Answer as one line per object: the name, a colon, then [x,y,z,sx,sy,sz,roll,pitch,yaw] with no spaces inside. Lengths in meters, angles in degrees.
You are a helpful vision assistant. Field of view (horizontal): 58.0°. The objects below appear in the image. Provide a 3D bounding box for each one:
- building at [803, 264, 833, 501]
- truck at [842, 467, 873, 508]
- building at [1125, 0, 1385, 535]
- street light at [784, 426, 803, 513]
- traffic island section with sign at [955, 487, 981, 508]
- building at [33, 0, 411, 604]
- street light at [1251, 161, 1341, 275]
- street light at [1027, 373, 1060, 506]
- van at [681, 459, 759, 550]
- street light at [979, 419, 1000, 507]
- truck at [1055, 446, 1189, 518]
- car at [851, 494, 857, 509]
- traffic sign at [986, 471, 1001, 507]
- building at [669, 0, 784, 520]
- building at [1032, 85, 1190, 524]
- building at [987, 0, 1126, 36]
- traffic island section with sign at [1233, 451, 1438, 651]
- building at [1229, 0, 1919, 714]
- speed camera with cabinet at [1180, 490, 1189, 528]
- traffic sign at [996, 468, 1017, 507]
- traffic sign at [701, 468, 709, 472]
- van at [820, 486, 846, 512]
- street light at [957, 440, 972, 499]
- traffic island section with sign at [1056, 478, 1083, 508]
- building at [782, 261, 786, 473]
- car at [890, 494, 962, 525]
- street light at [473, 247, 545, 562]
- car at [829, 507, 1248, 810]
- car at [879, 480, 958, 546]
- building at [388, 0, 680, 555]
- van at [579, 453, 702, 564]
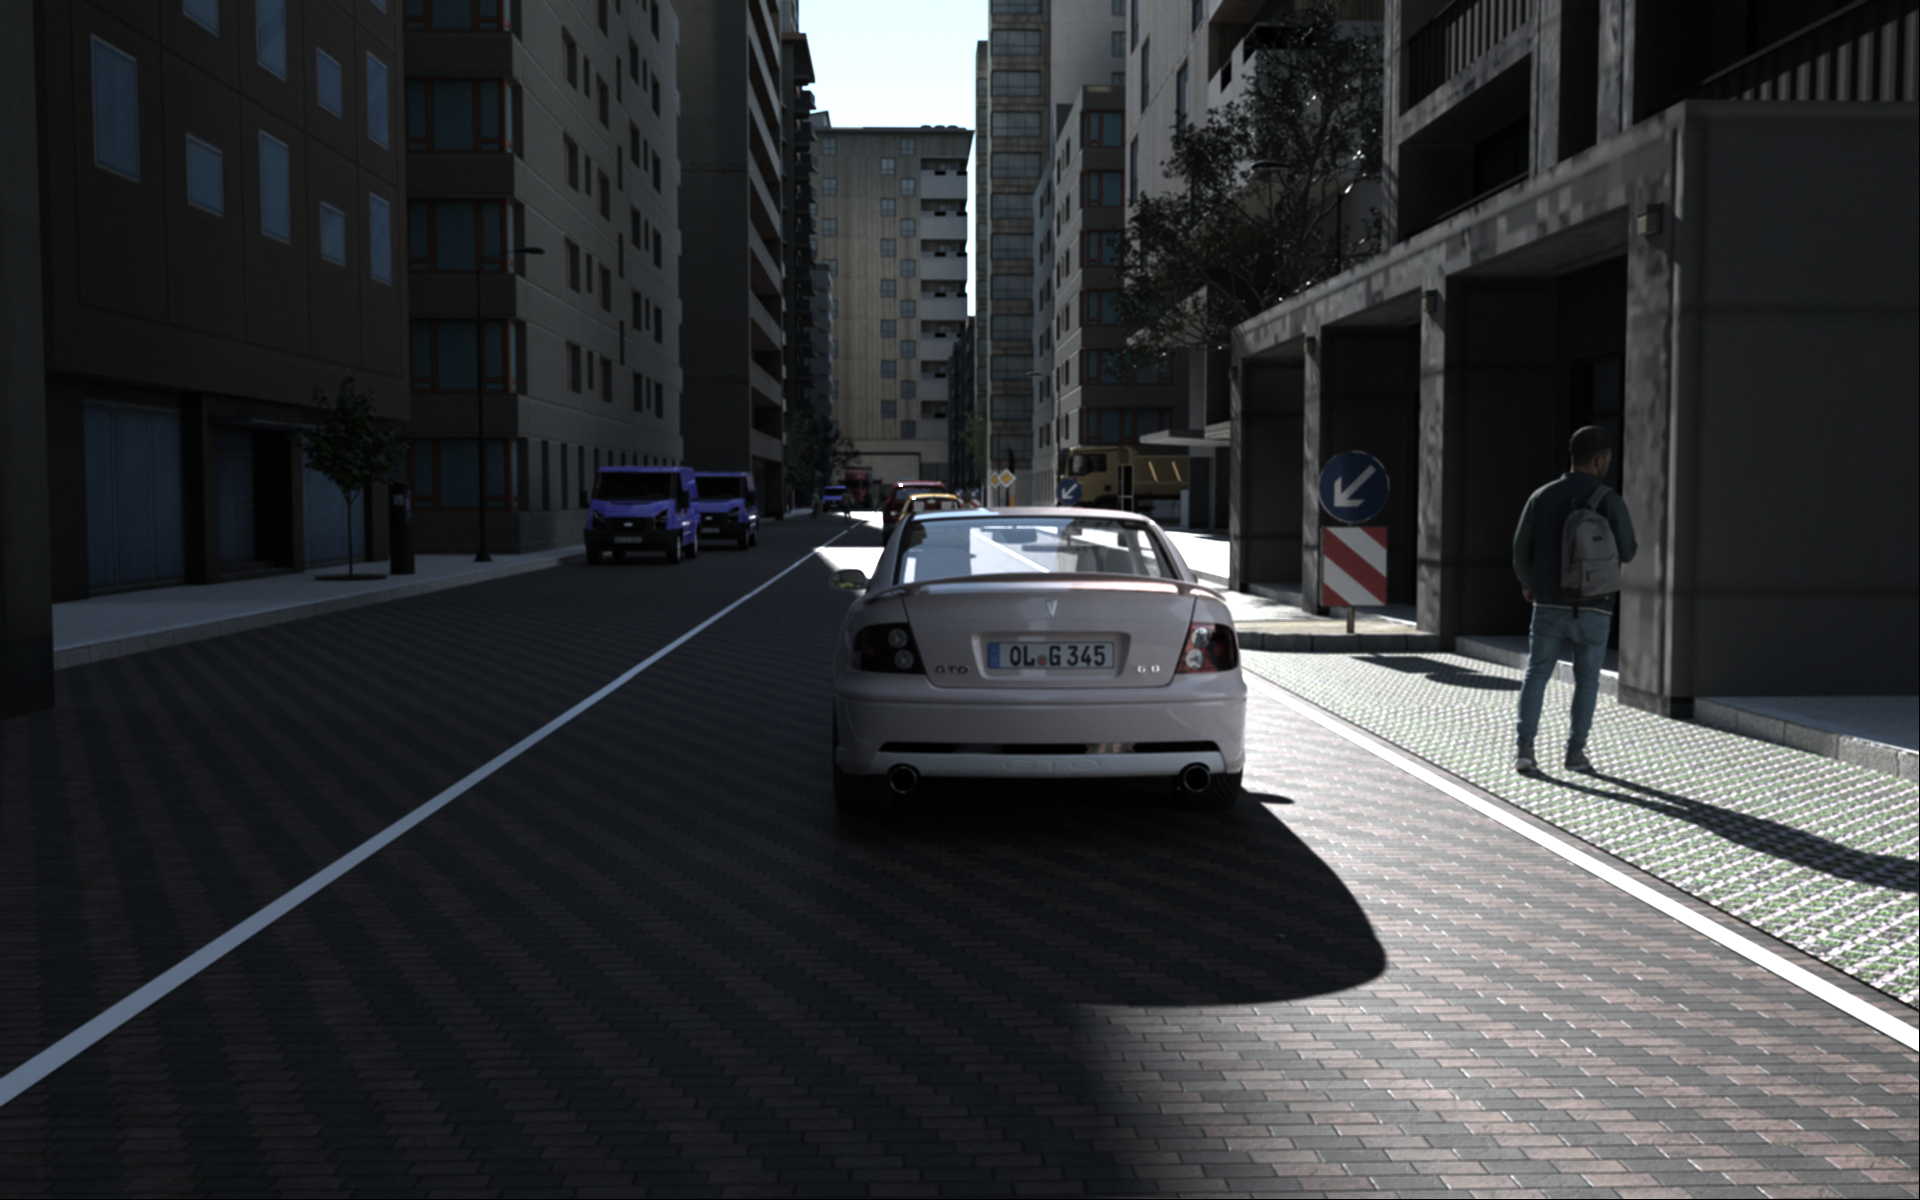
building: [-23.047,-27.281,217.751,14.107,30.474,14.160,0,4,-2]
truck: [-10.540,-11.688,180.005,2.839,4.237,11.283,0,4,-1]
building: [19.888,-28.204,50.371,28.713,52.752,27.495,0,4,-2]
street light: [-11.327,-8.870,117.573,1.470,5.913,1.316,0,4,-2]
traffic island section with sign: [0.717,-5.533,99.094,1.989,1.847,2.006,0,4,-2]
building: [-17.378,-22.945,25.257,14.600,45.320,14.200,0,4,-2]
street light: [4.757,-3.168,24.331,1.470,5.913,1.316,0,4,-2]
street light: [3.253,-5.740,66.383,1.470,5.913,1.316,0,4,-2]
van: [-6.461,-2.549,46.056,2.240,2.365,5.245,0,4,-3]
street light: [1.861,-8.241,107.279,1.470,5.913,1.316,0,4,-2]
truck: [7.958,-4.574,70.711,9.791,3.379,3.469,0,4,-3]
car: [-10.830,-9.478,165.186,2.015,1.641,3.980,0,4,-2]
traffic sign: [1.513,-4.330,74.431,0.795,2.450,0.064,0,4,-2]
building: [-19.970,-28.079,82.796,21.300,48.544,21.600,0,4,-2]
building: [19.140,-14.845,87.748,28.899,21.520,27.650,0,4,-2]
building: [8.748,-26.421,115.578,14.154,41.232,14.086,0,4,-2]
traffic island section with sign: [3.471,-0.489,16.619,1.989,1.847,2.006,0,4,-2]
building: [14.536,-35.192,13.639,20.563,71.187,20.611,0,4,-2]
speed camera with cabinet: [9.390,-4.433,66.816,2.038,3.252,0.660,-3,5,-41]
traffic sign: [1.779,-3.841,66.450,0.795,2.450,0.064,0,4,-2]
traffic sign: [-9.709,-3.819,66.088,0.795,2.450,0.064,0,4,-2]
van: [-9.844,-8.098,136.793,2.240,2.365,5.245,0,4,-2]
street light: [0.408,-10.805,149.205,1.470,5.913,1.316,0,4,-2]
traffic island section with sign: [2.572,-2.136,43.559,1.989,1.847,2.006,0,4,-2]
building: [-26.580,-16.610,116.607,27.650,21.520,28.899,0,4,-2]
car: [-0.687,-1.957,42.227,2.015,1.641,3.980,0,4,-3]
street light: [-8.510,-3.680,32.709,1.470,5.913,1.316,0,4,-2]
car: [0.316,0.190,9.255,2.083,1.381,4.827,0,4,-1]
car: [-1.177,-2.491,49.398,2.281,1.827,5.304,0,4,-2]
building: [-24.231,-12.497,49.371,28.899,21.520,27.650,0,4,-2]
van: [-6.750,-2.001,37.102,2.240,2.365,5.245,0,4,-3]
